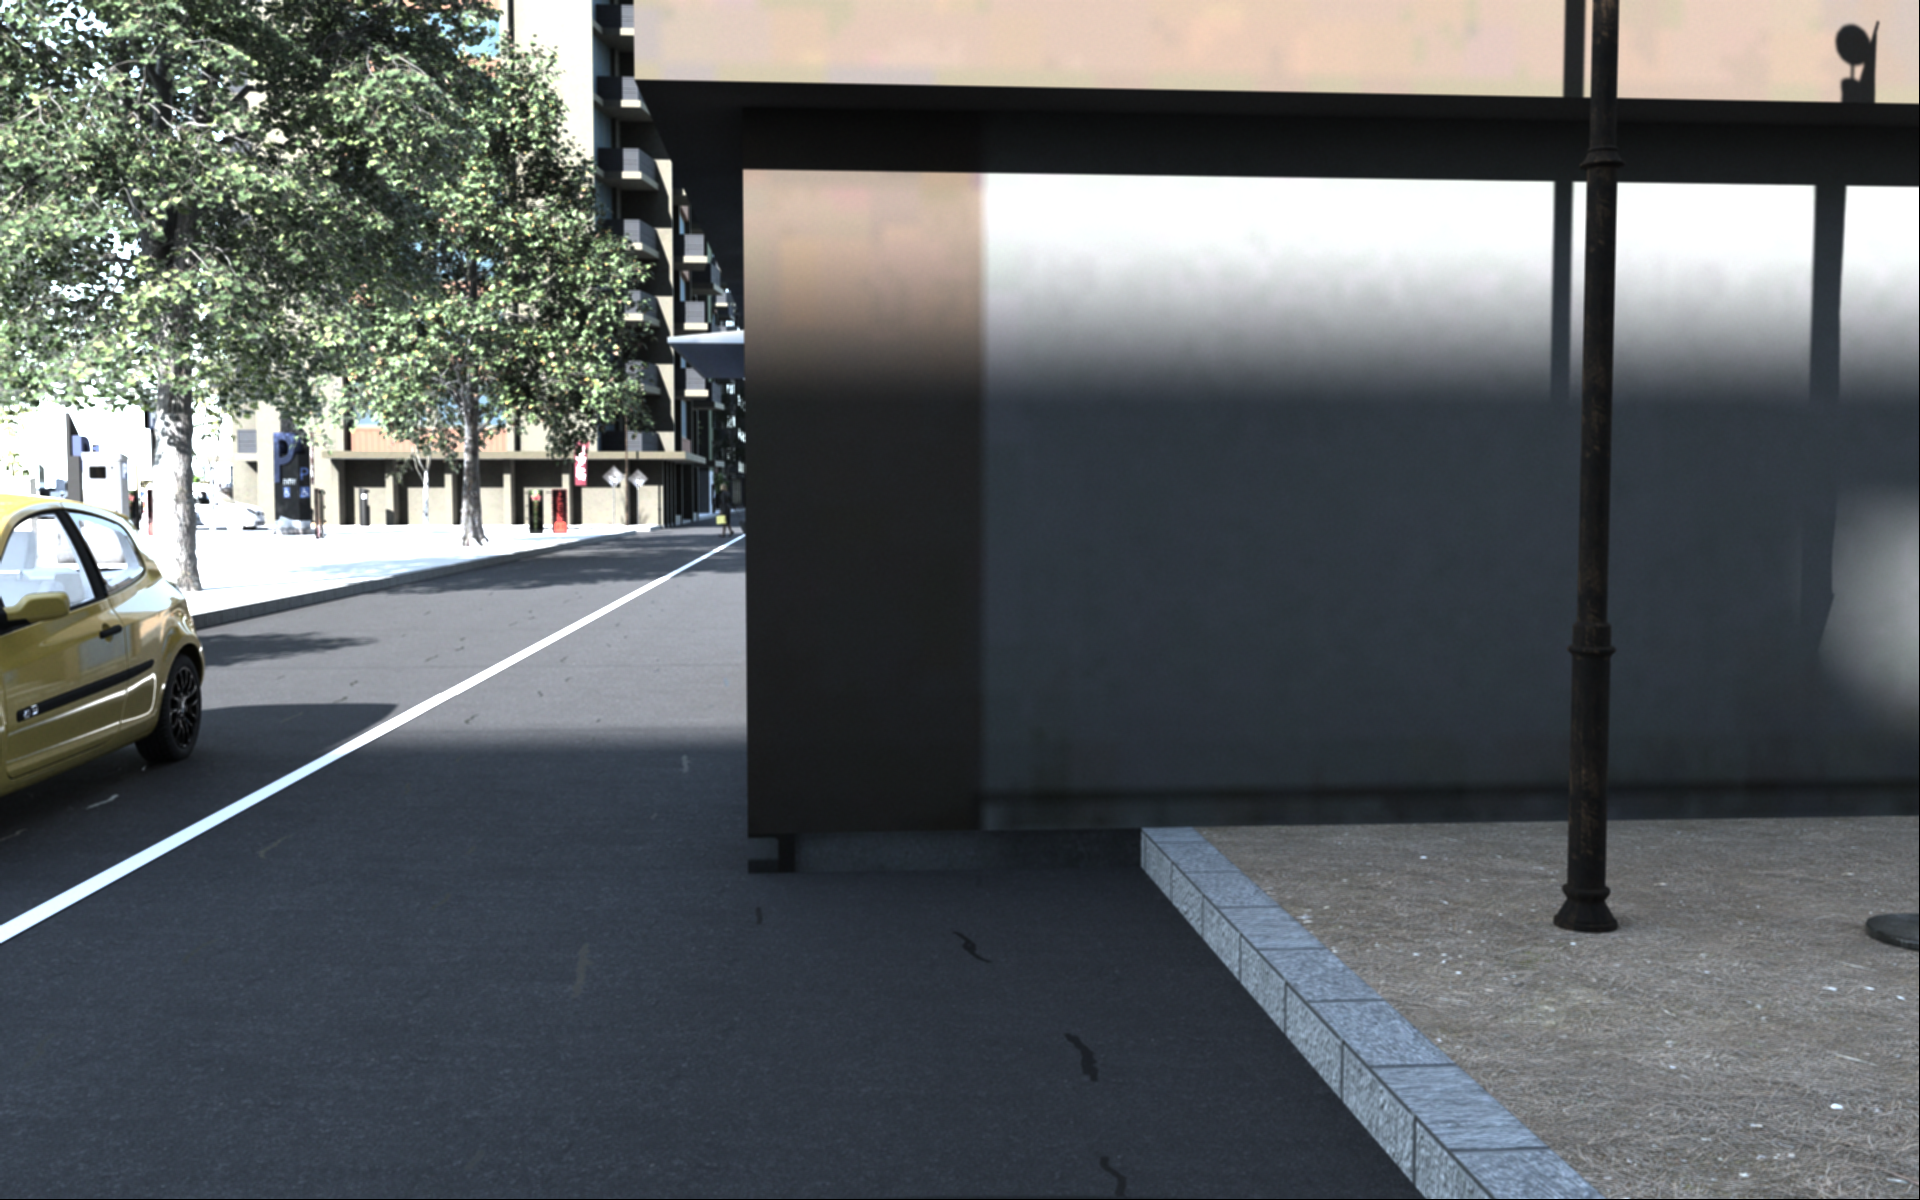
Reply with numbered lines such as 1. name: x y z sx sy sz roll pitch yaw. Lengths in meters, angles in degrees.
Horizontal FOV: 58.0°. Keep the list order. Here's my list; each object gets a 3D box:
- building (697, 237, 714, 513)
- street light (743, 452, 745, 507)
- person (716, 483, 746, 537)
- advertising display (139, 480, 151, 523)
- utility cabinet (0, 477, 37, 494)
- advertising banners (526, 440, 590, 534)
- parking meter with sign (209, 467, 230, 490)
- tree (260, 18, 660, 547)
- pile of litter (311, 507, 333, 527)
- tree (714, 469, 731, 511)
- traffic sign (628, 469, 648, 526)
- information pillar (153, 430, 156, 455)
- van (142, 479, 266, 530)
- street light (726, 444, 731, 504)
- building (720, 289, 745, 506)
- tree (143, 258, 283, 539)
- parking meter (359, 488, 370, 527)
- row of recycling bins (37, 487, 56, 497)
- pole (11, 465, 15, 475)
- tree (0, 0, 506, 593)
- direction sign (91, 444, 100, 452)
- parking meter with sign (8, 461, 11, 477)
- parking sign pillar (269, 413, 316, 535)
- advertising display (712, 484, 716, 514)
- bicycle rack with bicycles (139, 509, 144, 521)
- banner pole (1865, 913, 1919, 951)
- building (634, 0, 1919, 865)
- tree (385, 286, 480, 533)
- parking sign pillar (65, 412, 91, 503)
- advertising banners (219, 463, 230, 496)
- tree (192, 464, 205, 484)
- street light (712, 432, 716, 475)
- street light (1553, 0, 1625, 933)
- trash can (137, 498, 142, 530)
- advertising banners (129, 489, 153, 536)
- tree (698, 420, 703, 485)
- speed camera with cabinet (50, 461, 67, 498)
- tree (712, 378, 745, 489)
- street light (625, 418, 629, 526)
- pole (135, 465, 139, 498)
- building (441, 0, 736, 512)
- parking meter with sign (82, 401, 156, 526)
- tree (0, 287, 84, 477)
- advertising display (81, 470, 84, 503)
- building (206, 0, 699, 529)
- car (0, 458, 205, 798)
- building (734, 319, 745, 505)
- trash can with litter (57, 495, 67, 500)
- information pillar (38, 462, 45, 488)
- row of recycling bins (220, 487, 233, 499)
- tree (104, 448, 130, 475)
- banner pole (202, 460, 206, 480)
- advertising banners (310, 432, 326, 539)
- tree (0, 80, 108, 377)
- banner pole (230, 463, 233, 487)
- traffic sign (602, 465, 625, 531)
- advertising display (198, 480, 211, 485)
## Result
1. building: -23.883 -20.955 114.316 14.160 30.474 14.107 0 4 -5
2. street light: -21.458 -12.216 172.520 0.468 5.910 1.993 0 4 -5
3. person: -7.606 -3.039 58.409 1.509 1.804 0.699 -3 5 -39
4. advertising display: -36.168 -4.422 77.518 0.974 1.923 0.123 -1 4 -23
5. utility cabinet: -12.311 -0.805 21.842 1.173 1.500 0.318 -1 4 -12
6. advertising banners: -12.932 -3.644 55.775 2.074 3.025 0.090 -2 4 -24
7. parking meter with sign: -48.296 -7.176 113.582 1.738 3.016 0.543 1 4 14
8. tree: -11.798 -7.637 41.875 9.611 12.733 9.660 0 3 0
9. pile of litter: -25.213 -3.273 67.475 1.719 0.858 1.176 -3 5 -42
10. tree: -18.346 -8.463 132.978 1.663 3.219 1.824 0 3 0
11. traffic sign: -12.737 -3.968 68.514 0.795 2.450 0.064 0 4 -5
12. information pillar: -19.773 -3.157 42.973 0.504 3.616 0.183 -3 4 -38
13. van: -27.807 -3.474 63.813 4.112 2.044 2.013 0 4 -5
14. street light: -19.368 -10.530 144.958 0.468 5.910 1.993 0 4 -5
15. building: -34.650 -34.616 185.578 23.786 49.044 30.456 0 4 -5
16. tree: -21.673 -6.096 50.026 4.737 8.622 4.395 0 3 0
17. parking meter: -23.542 -3.674 68.486 0.372 1.533 0.369 0 3 0
18. row of recycling bins: -56.611 -6.129 107.323 1.069 1.692 3.534 0 4 1
19. pole: -64.186 -7.561 117.465 0.158 3.312 0.155 0 3 0
20. tree: -10.411 -7.083 22.463 9.857 13.997 8.962 0 3 0
21. direction sign: -39.289 -5.276 78.266 0.876 3.537 0.379 -1 4 -10
22. parking meter with sign: -50.292 -5.733 89.990 1.738 3.016 0.543 -1 4 -22
23. parking sign pillar: -21.023 -4.039 54.503 1.447 3.967 1.447 2 4 35
24. advertising display: -16.275 -6.681 114.451 0.123 1.923 0.974 0 4 0
25. bicycle rack with bicycles: -38.114 -4.237 82.665 2.852 0.926 2.925 0 4 -6
26. banner pole: 2.922 -0.922 5.086 0.401 3.779 0.863 1 4 23
27. building: 5.195 -22.155 12.340 14.600 45.320 14.200 0 4 -5
28. tree: -17.697 -6.551 57.471 4.360 8.622 3.978 0 3 0
29. parking sign pillar: -29.324 -4.232 57.666 1.447 3.967 1.447 -1 4 -11
30. advertising banners: -34.803 -5.240 81.865 0.090 3.025 2.074 -1 4 -10
31. tree: -41.762 -6.083 94.062 1.663 3.219 1.824 0 3 0
32. street light: -17.661 -9.245 123.938 0.468 5.910 1.993 0 4 -5
33. street light: 1.859 -1.968 4.969 0.468 5.910 1.993 0 4 -5
34. trash can: -27.939 -2.852 58.282 0.748 1.137 0.748 0 3 0
35. advertising banners: -24.600 -3.466 52.861 2.074 3.025 0.090 -1 4 -11
36. tree: -16.758 -9.207 100.891 4.737 8.622 4.395 0 3 0
37. speed camera with cabinet: -53.713 -6.663 103.270 0.660 3.252 2.038 -1 4 -15
38. tree: -19.030 -12.568 139.904 8.767 10.594 7.601 0 4 2
39. street light: -13.254 -5.873 68.809 0.468 5.910 1.993 0 4 -5
40. pole: -57.113 -7.730 120.228 0.158 3.312 0.155 0 3 0
41. building: -31.839 -30.679 156.232 22.147 44.769 28.867 0 4 -5
42. parking meter with sign: -15.715 -2.178 31.870 1.738 3.016 0.543 0 4 -7
43. tree: -27.374 -6.047 49.238 4.737 8.622 4.395 0 3 0
44. advertising display: -22.189 -2.417 44.738 0.974 1.923 0.123 0 4 8
45. building: -22.895 -26.153 82.228 22.147 44.769 28.867 0 4 -5
46. car: -4.871 0.144 7.873 2.015 1.641 3.980 0 4 -6
47. building: -34.117 -33.602 232.981 14.154 41.232 14.086 0 4 -5
48. trash can with litter: -48.552 -5.108 94.578 2.233 1.210 1.678 -3 4 -37
49. information pillar: -67.500 -8.317 127.335 0.504 3.616 0.183 1 4 9
50. row of recycling bins: -40.558 -5.512 97.226 1.069 1.692 3.534 0 4 2
51. tree: -36.118 -4.803 73.122 1.663 3.219 1.824 0 3 0
52. banner pole: -56.153 -8.487 128.783 0.401 3.779 0.863 0 4 -4
53. advertising banners: -18.285 -3.246 49.263 0.090 3.025 2.074 -1 4 -10
54. tree: -23.534 -6.961 39.570 9.928 11.665 9.643 0 3 0
55. banner pole: -44.121 -7.072 105.641 0.863 3.779 0.401 -3 5 -40
56. traffic sign: -12.100 -3.481 60.554 0.795 2.450 0.064 0 4 -5
57. advertising display: -35.628 -4.684 81.793 0.974 1.923 0.123 2 4 31
